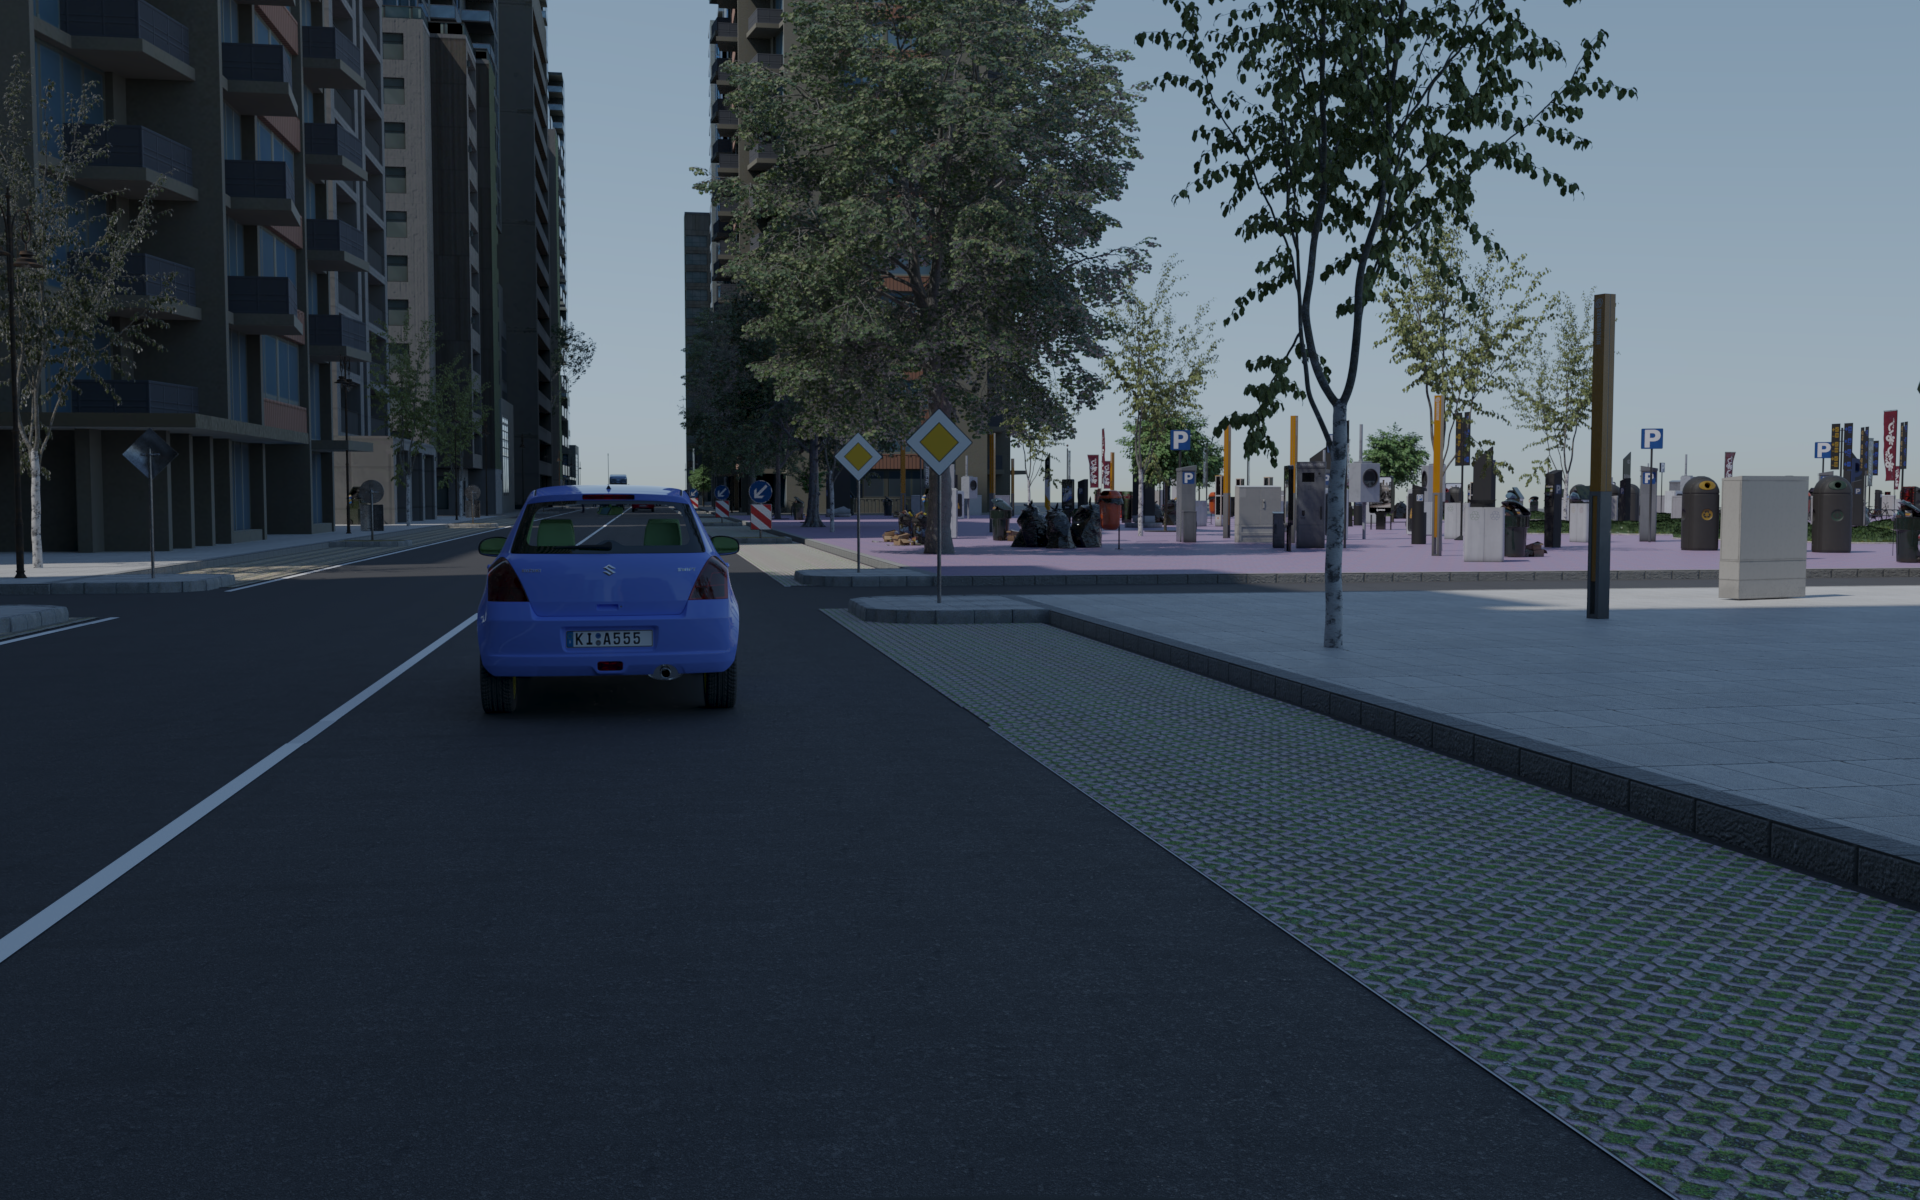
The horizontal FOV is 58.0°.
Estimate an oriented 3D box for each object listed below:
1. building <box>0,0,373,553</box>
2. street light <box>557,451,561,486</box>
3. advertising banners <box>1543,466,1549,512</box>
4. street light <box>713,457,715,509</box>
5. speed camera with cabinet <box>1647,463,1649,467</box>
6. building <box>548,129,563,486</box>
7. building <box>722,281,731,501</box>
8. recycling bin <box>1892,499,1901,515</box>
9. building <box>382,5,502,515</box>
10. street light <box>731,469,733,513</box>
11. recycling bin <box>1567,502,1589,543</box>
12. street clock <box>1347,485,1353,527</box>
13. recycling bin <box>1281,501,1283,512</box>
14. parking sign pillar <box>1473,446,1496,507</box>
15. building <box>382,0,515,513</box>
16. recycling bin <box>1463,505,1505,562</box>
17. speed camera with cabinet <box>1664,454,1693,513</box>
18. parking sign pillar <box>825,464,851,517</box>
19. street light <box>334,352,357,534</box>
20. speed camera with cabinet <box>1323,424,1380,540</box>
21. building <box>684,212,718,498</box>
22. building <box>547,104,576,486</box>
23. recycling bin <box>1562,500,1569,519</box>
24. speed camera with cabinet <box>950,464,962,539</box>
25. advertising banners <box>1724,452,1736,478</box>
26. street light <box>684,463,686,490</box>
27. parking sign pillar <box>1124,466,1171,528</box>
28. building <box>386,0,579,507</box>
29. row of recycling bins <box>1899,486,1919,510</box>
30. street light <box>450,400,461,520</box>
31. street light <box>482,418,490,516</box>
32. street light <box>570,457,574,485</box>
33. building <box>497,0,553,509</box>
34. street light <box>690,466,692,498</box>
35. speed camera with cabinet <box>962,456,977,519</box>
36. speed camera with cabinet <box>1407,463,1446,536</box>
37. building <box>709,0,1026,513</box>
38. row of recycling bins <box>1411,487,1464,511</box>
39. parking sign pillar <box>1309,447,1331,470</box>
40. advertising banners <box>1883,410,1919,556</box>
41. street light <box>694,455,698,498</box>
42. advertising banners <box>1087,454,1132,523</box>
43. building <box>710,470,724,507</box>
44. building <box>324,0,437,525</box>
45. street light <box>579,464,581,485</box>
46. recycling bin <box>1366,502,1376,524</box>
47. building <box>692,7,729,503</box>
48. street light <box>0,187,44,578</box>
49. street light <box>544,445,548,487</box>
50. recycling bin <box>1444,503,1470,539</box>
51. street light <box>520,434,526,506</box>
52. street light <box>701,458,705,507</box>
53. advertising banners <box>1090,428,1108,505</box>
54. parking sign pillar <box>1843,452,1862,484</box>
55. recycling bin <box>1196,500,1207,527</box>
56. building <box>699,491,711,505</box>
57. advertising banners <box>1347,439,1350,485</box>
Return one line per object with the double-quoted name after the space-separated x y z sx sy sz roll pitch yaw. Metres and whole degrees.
-29.398 -24.066 48.100 22.147 44.769 28.867 -1 4 -10 "building"
-42.393 -12.878 183.350 0.468 5.910 1.993 -1 4 -10 "street light"
33.430 -6.274 98.770 0.090 3.025 2.074 1 4 14 "advertising banners"
-20.986 -10.697 147.679 0.468 5.910 1.993 -1 4 -10 "street light"
43.461 -7.158 111.362 2.038 3.252 0.660 3 5 44 "speed camera with cabinet"
-50.760 -30.809 187.316 14.154 41.232 14.086 -1 4 -10 "building"
-13.685 -23.199 150.997 14.160 30.474 14.107 -1 4 -10 "building"
48.092 -4.638 88.377 0.722 1.027 0.722 0 4 5 "recycling bin"
-36.086 -20.452 106.099 14.160 30.474 14.107 -1 4 -10 "building"
-15.450 -8.830 117.164 0.468 5.910 1.993 -1 4 -10 "street light"
16.745 -2.053 46.123 0.722 1.027 0.722 -1 4 -15 "recycling bin"
15.348 -3.886 68.109 0.358 2.002 0.471 0 4 0 "street clock"
11.763 -3.185 64.636 0.722 1.027 0.722 -3 5 -43 "recycling bin"
29.766 -6.718 98.312 1.447 3.967 1.447 -2 4 -34 "parking sign pillar"
-44.269 -49.768 126.379 22.319 86.520 31.000 -1 4 -10 "building"
9.958 -1.247 32.938 0.722 1.027 0.722 1 4 14 "recycling bin"
35.636 -5.579 85.556 2.038 3.252 0.660 -3 4 -37 "speed camera with cabinet"
-6.788 -6.603 96.439 1.447 3.967 1.447 -1 4 -17 "parking sign pillar"
-19.796 -5.084 55.909 0.468 5.910 1.993 -1 4 -10 "street light"
10.793 -3.319 48.609 2.038 3.252 0.660 -2 4 -24 "speed camera with cabinet"
-33.171 -34.859 253.535 14.154 41.232 14.086 -1 4 -10 "building"
-58.979 -35.999 208.192 23.786 49.044 30.456 -1 4 -10 "building"
27.457 -4.000 77.957 0.722 1.027 0.722 2 4 30 "recycling bin"
-0.403 -3.422 50.287 0.660 3.252 2.038 0 4 -3 "speed camera with cabinet"
31.073 -4.603 71.440 2.074 3.025 0.090 -1 4 -14 "advertising banners"
-41.089 -17.526 259.331 0.468 5.910 1.993 -1 4 -10 "street light"
7.028 -4.757 66.242 1.447 3.967 1.447 -1 4 -16 "parking sign pillar"
-63.928 -56.554 237.322 22.319 86.520 31.000 -1 4 -10 "building"
50.069 -5.147 91.264 1.069 1.692 3.534 2 4 24 "row of recycling bins"
-24.875 -6.889 85.426 0.468 5.910 1.993 -1 4 -10 "street light"
-27.770 -7.872 101.496 0.468 5.910 1.993 -1 4 -10 "street light"
-47.844 -14.712 213.330 0.468 5.910 1.993 -1 4 -10 "street light"
-47.917 -32.407 153.554 21.300 48.544 21.600 -1 4 -10 "building"
-35.577 -15.676 229.093 0.468 5.910 1.993 -1 4 -10 "street light"
0.047 -5.756 88.443 0.660 3.252 2.038 3 5 40 "speed camera with cabinet"
14.285 -3.593 53.076 0.660 3.252 2.038 0 4 -2 "speed camera with cabinet"
-7.299 -29.070 129.913 22.147 44.769 28.867 -1 4 -10 "building"
26.226 -5.402 95.443 3.534 1.692 1.069 -2 4 -27 "row of recycling bins"
18.496 -6.108 88.336 1.447 3.967 1.447 2 4 30 "parking sign pillar"
19.394 -2.397 35.379 0.090 3.025 2.074 0 4 -1 "advertising banners"
-30.341 -13.873 199.604 0.468 5.910 1.993 -1 4 -10 "street light"
6.645 -4.912 76.494 2.074 3.025 0.090 0 4 1 "advertising banners"
-13.704 -44.604 167.519 20.563 71.187 20.611 -1 4 -10 "building"
-35.742 -39.211 79.358 20.563 71.187 20.611 -1 4 -10 "building"
-53.363 -16.555 243.459 0.468 5.910 1.993 -1 4 -10 "street light"
17.944 -3.817 74.958 0.722 1.027 0.722 2 4 26 "recycling bin"
-24.340 -56.159 230.870 22.319 86.520 31.000 -1 4 -10 "building"
-14.325 -3.269 26.231 0.468 5.910 1.993 -1 4 -10 "street light"
-38.389 -11.499 160.797 0.468 5.910 1.993 -1 4 -10 "street light"
14.267 -2.252 49.374 0.722 1.027 0.722 2 4 33 "recycling bin"
-33.105 -9.685 131.135 0.468 5.910 1.993 -1 4 -10 "street light"
-26.258 -12.509 177.310 0.468 5.910 1.993 -1 4 -10 "street light"
3.772 -3.102 46.912 0.090 3.025 2.074 0 4 -2 "advertising banners"
48.464 -6.453 93.985 1.447 3.967 1.447 -2 4 -34 "parking sign pillar"
9.307 -3.434 68.701 0.722 1.027 0.722 -2 4 -32 "recycling bin"
-14.795 -31.447 206.042 32.217 40.220 23.993 -1 4 -10 "building"
12.018 -3.549 54.210 0.090 3.025 2.074 1 4 23 "advertising banners"
